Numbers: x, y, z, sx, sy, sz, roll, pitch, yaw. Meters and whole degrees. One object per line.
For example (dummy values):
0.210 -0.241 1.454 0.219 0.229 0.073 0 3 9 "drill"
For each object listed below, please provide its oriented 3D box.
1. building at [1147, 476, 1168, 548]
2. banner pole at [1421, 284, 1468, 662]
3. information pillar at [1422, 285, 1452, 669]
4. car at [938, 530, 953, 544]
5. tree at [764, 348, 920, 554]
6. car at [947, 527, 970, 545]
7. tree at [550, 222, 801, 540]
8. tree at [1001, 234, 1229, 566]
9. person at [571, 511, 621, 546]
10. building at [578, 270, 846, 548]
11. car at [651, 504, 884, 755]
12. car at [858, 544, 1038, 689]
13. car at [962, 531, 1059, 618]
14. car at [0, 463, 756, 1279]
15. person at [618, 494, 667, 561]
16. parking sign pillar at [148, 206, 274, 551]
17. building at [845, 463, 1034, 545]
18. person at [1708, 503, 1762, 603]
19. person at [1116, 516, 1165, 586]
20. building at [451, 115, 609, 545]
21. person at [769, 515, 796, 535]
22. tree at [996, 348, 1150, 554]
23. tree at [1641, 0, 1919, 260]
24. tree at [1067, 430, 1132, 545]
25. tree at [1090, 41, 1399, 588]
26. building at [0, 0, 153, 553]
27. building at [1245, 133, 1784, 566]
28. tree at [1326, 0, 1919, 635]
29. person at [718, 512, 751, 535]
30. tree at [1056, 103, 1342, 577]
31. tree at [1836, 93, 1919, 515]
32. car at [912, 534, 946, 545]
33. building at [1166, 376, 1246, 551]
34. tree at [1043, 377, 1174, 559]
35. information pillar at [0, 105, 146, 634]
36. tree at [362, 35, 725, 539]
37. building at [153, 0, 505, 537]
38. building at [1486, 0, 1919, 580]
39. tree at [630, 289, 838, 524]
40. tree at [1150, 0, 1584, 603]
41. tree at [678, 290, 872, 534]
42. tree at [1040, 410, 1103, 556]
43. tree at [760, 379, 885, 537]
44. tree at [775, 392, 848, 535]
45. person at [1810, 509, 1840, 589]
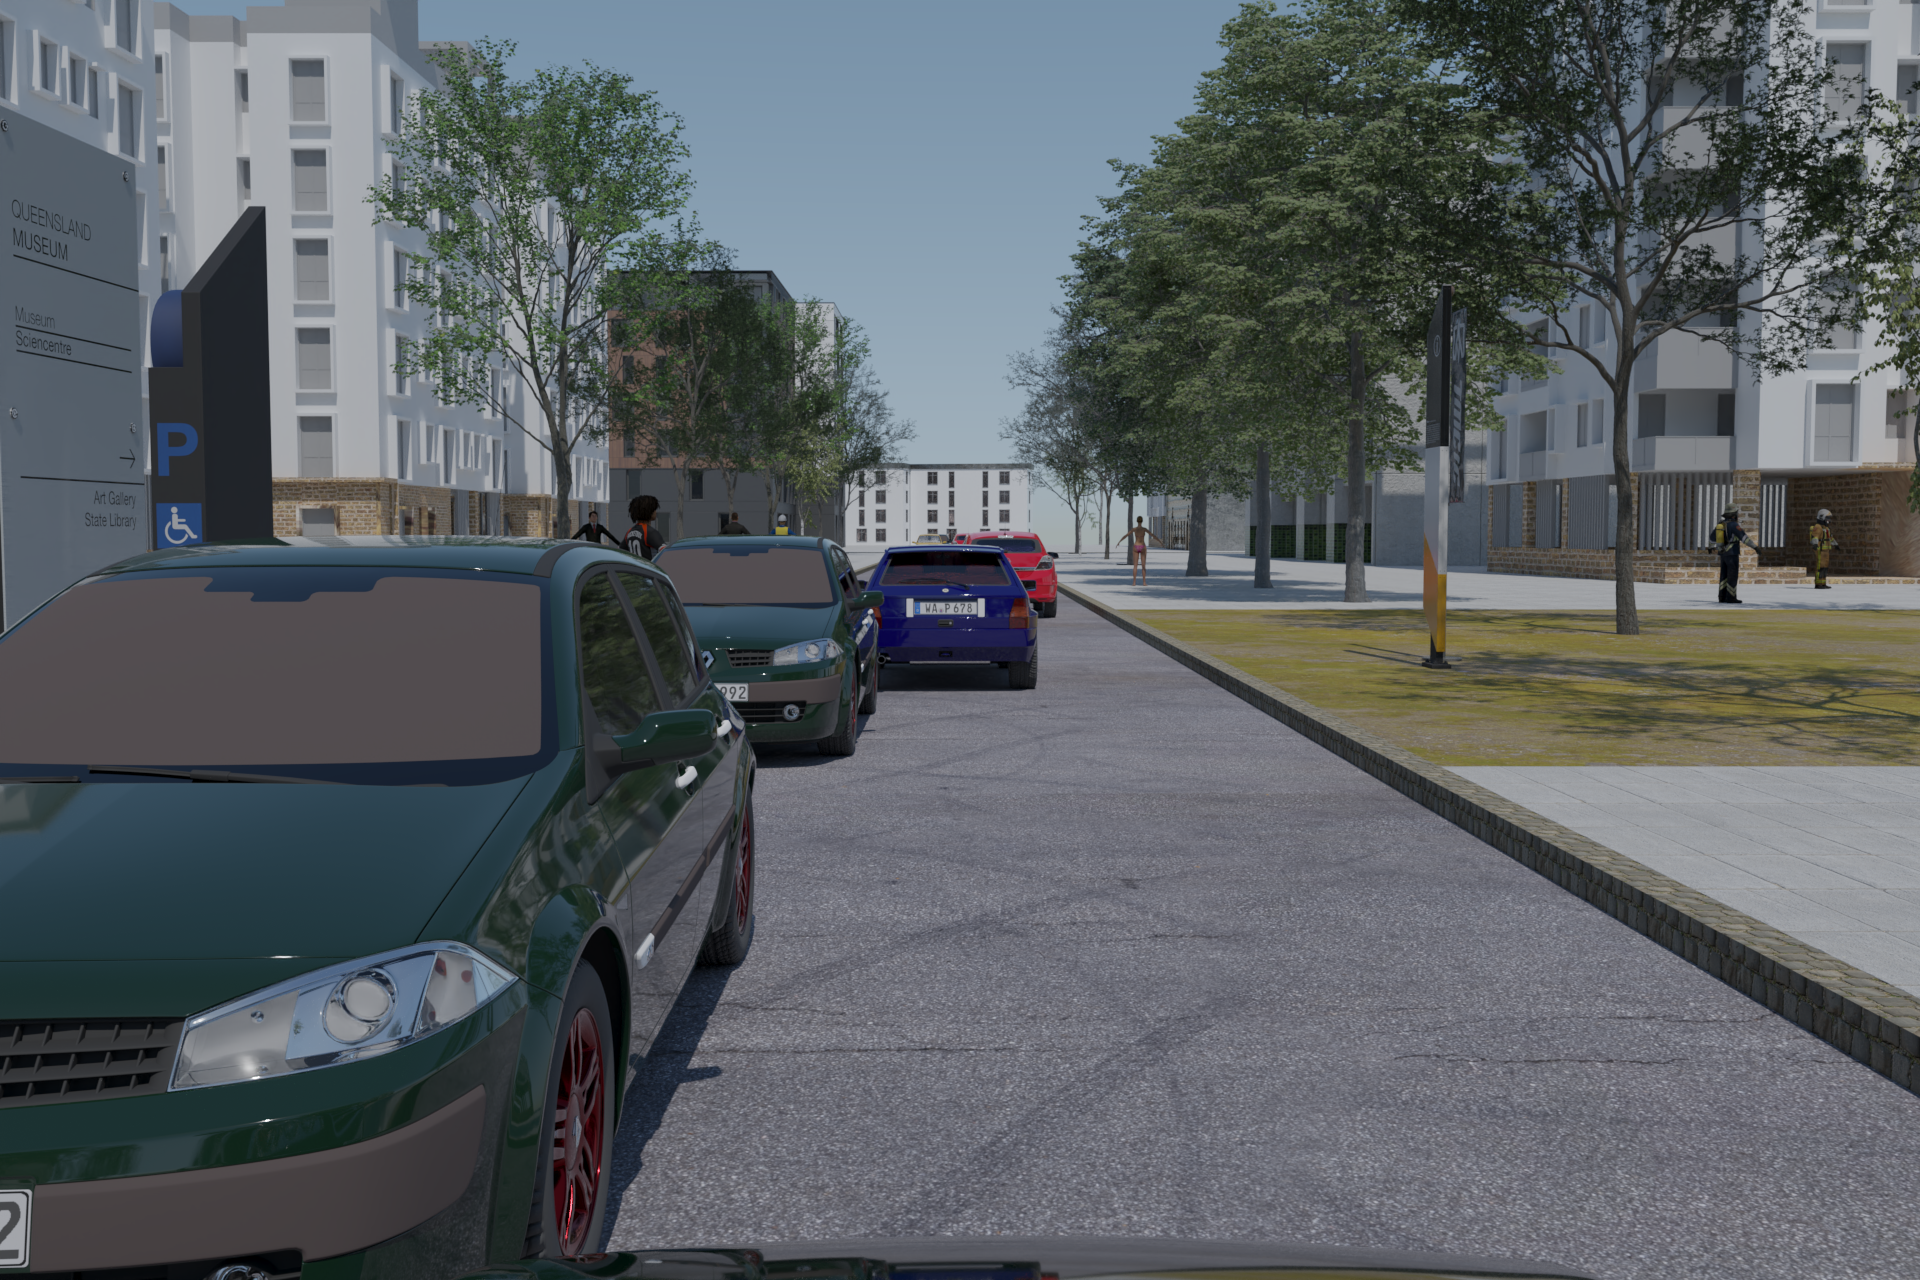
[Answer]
23.583 -19.156 169.617 16.016 20.090 11.380 0 4 0 "building"
4.900 -1.666 17.255 0.401 3.779 0.863 0 4 -1 "banner pole"
4.568 -1.543 16.588 0.183 3.616 0.504 0 4 -2 "information pillar"
-1.466 -6.472 115.597 2.009 1.686 4.222 0 4 0 "car"
-7.766 -12.434 113.667 12.009 13.543 11.850 0 3 0 "tree"
0.411 -4.840 88.169 2.155 1.783 4.494 0 4 0 "car"
-8.711 -7.235 52.707 8.767 10.594 7.601 0 4 6 "tree"
6.900 -9.811 70.780 12.009 13.543 11.850 0 3 0 "tree"
-8.330 -2.034 39.436 1.347 1.806 0.705 -2 4 -24 "person"
-25.012 -18.756 150.634 27.936 21.610 32.646 0 4 0 "building"
-1.523 -0.163 12.450 2.009 1.686 4.222 0 4 0 "car"
-0.172 -0.292 17.357 1.945 1.354 3.894 0 4 -1 "car"
0.740 -1.351 31.137 2.155 1.783 4.494 0 4 -1 "car"
-1.550 0.329 4.411 2.009 1.686 4.222 0 4 0 "car"
-3.145 -0.544 17.502 1.345 1.843 0.704 3 5 43 "person"
-5.902 -1.543 13.694 1.447 3.967 1.447 0 3 0 "parking sign pillar"
-5.758 -15.898 204.539 28.070 9.664 9.099 1 4 10 "building"
14.299 -1.611 32.124 0.705 1.856 1.354 -1 4 -16 "person"
4.450 -2.202 42.812 1.217 1.733 0.721 1 4 11 "person"
-23.825 -13.658 79.730 16.016 20.090 11.380 0 4 1 "building"
-4.556 -2.335 44.638 1.216 1.772 0.721 0 4 5 "person"
7.448 -12.278 111.119 12.009 13.543 11.850 0 3 0 "tree"
7.236 -4.591 9.481 8.767 10.594 7.601 3 5 40 "tree"
17.511 -21.443 206.478 12.611 20.169 13.585 0 3 0 "tree"
6.804 -7.502 40.786 7.486 12.596 7.792 0 3 0 "tree"
-27.713 -10.980 35.943 16.016 20.090 11.380 0 4 1 "building"
25.018 -13.363 84.938 16.747 18.905 31.486 0 3 0 "building"
8.207 -5.352 21.917 7.601 10.594 8.767 1 4 11 "tree"
-5.388 -2.162 41.569 1.346 1.802 0.704 1 4 9 "person"
7.166 -8.907 52.280 9.857 13.997 8.962 0 3 0 "tree"
15.381 -4.677 26.827 4.737 8.622 4.395 0 3 0 "tree"
-1.802 -5.593 101.662 2.015 1.641 3.980 0 4 0 "car"
26.875 -18.827 138.750 19.493 23.208 18.063 0 4 0 "building"
7.740 -9.357 87.406 7.601 10.594 8.767 -2 4 -28 "tree"
-5.319 -1.160 10.277 0.184 3.620 1.656 0 4 1 "information pillar"
-8.523 -6.787 36.726 9.928 11.665 9.643 0 3 0 "tree"
-23.456 -12.284 57.258 16.016 20.090 11.380 0 4 0 "building"
22.838 -12.237 56.497 16.016 20.090 11.380 0 4 0 "building"
-8.200 -7.887 63.362 8.767 10.594 7.601 1 4 15 "tree"
7.338 -6.948 31.731 7.486 12.596 7.792 0 3 0 "tree"
-7.819 -8.995 72.831 9.928 11.665 9.643 0 3 0 "tree"
7.052 -9.124 99.539 4.360 8.622 3.978 0 3 0 "tree"
-8.121 -10.317 103.103 8.767 10.594 7.601 1 4 21 "tree"
-7.819 -8.437 88.309 4.737 8.622 4.395 0 3 0 "tree"
20.121 -2.115 40.346 1.354 1.858 0.705 -3 5 -42 "person"
